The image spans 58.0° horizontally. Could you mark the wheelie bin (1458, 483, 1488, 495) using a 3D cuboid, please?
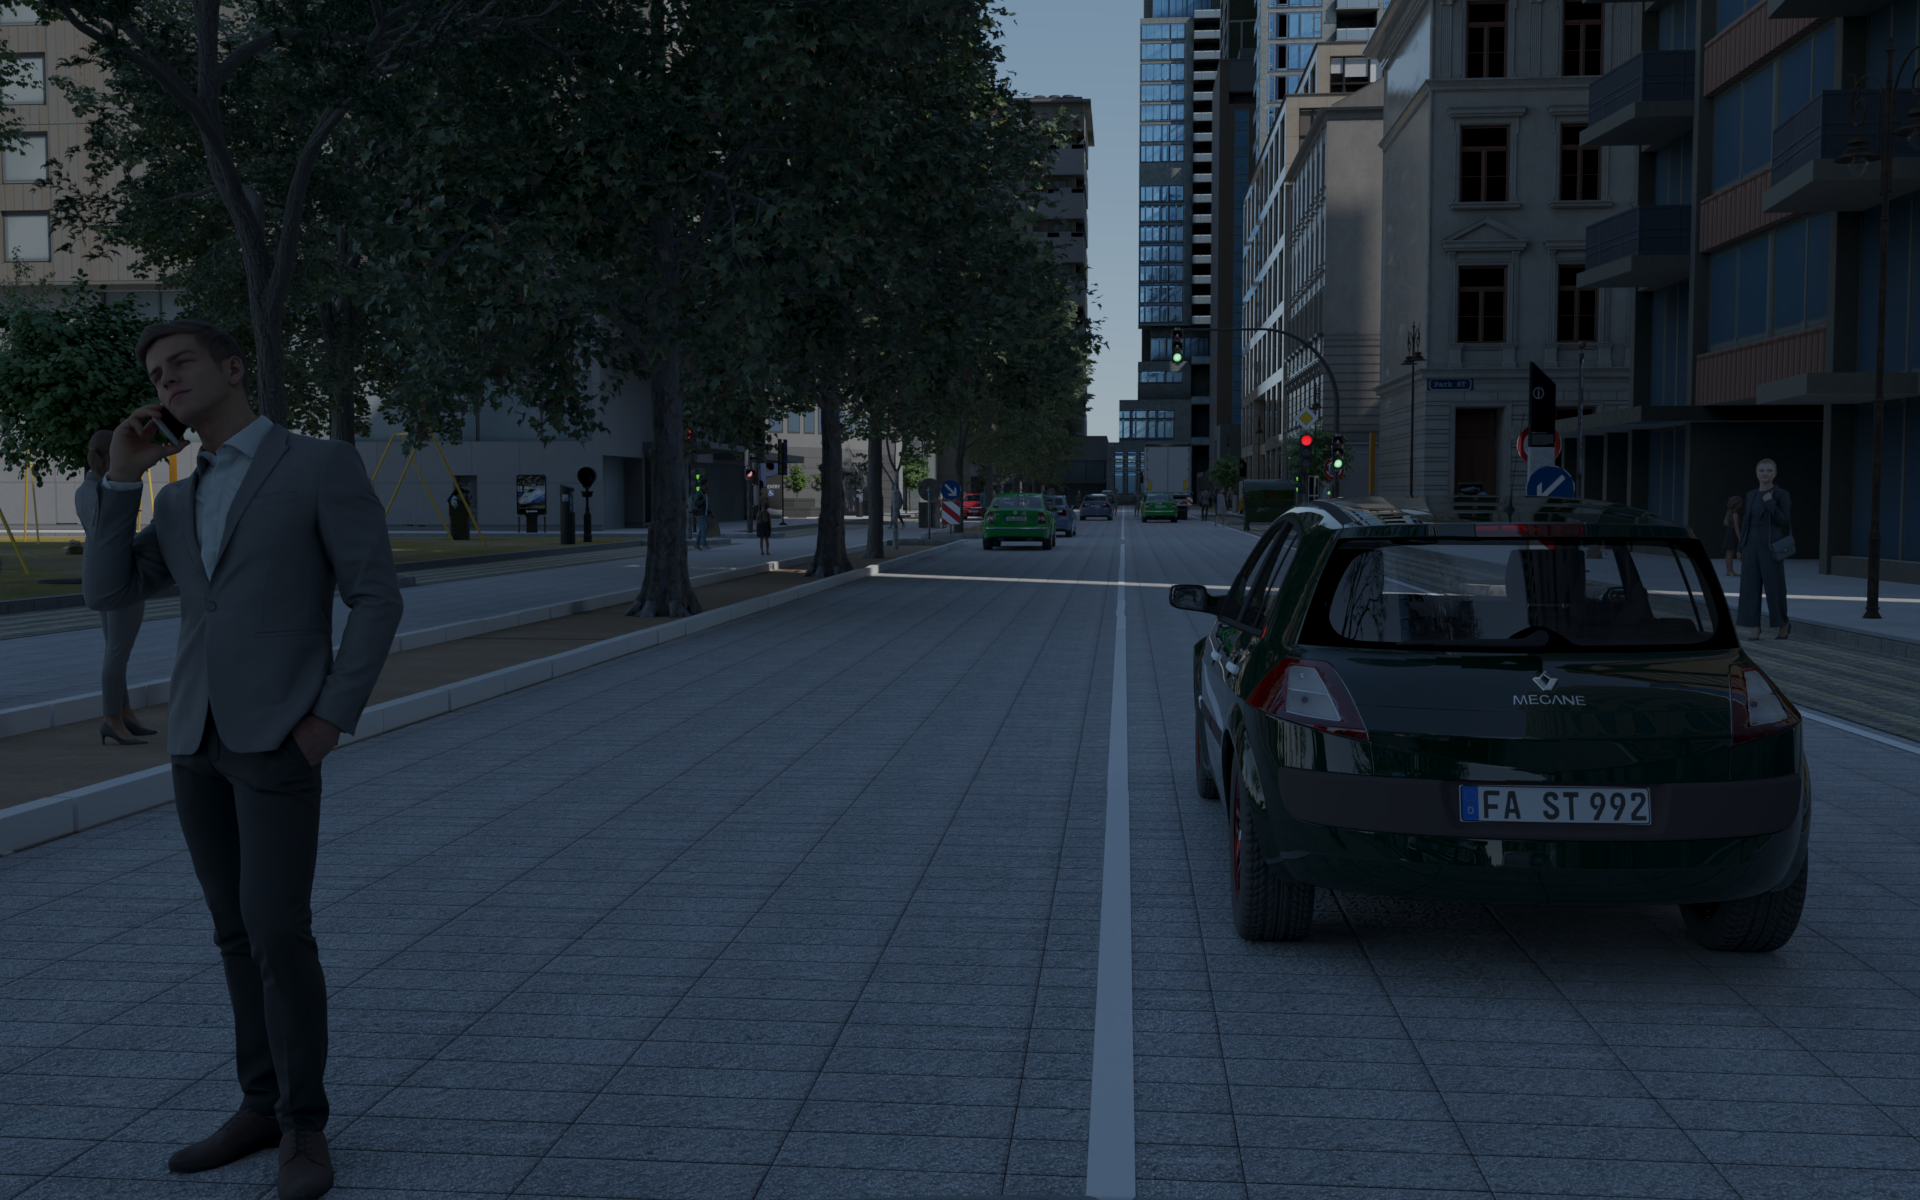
[{"bbox_3d":[14.034,-2.425,47.550,0.980,1.594,0.693,1,4,18],"label":"wheelie bin"}]

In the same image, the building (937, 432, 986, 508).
[{"bbox_3d":[-7.613,-35.054,196.828,21.600,48.544,21.300,0,4,5],"label":"building"}]

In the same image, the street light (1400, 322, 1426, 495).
[{"bbox_3d":[12.160,-4.513,46.570,0.468,5.910,1.993,0,4,5],"label":"street light"}]

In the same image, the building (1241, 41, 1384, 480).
[{"bbox_3d":[29.087,-18.793,111.777,19.350,26.468,34.151,0,4,5],"label":"building"}]

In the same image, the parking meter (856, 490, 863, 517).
[{"bbox_3d":[-5.564,-5.349,95.874,0.372,1.533,0.369,0,3,0],"label":"parking meter"}]

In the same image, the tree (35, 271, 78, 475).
[{"bbox_3d":[-22.857,-5.504,40.347,4.737,8.622,4.395,0,3,0],"label":"tree"}]

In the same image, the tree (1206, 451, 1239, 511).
[{"bbox_3d":[20.526,-9.118,132.788,4.285,4.588,4.351,0,3,0],"label":"tree"}]

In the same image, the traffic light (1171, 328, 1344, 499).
[{"bbox_3d":[8.150,-4.445,47.343,4.771,5.953,1.251,0,4,5],"label":"traffic light"}]

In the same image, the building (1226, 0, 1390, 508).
[{"bbox_3d":[34.564,-51.278,151.067,22.319,86.520,31.000,0,4,5],"label":"building"}]

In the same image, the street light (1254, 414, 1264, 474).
[{"bbox_3d":[17.376,-7.823,100.687,0.468,5.910,1.993,0,4,5],"label":"street light"}]

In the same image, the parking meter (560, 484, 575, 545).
[{"bbox_3d":[-9.998,-2.185,44.128,0.372,1.533,0.369,0,3,0],"label":"parking meter"}]

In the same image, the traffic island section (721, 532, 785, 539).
[{"bbox_3d":[-6.929,-2.126,57.045,2.009,0.180,2.903,0,4,5],"label":"traffic island section"}]

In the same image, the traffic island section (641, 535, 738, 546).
[{"bbox_3d":[-7.681,-1.640,49.095,2.009,0.180,2.903,0,4,5],"label":"traffic island section"}]

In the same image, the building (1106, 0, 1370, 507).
[{"bbox_3d":[34.664,-55.625,222.148,31.000,86.520,22.319,0,4,5],"label":"building"}]

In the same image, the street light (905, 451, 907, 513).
[{"bbox_3d":[-3.581,-8.691,114.886,0.468,5.910,1.993,0,4,5],"label":"street light"}]

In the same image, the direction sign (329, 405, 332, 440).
[{"bbox_3d":[-14.531,-2.973,40.598,0.379,3.537,0.876,0,4,8],"label":"direction sign"}]

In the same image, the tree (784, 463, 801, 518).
[{"bbox_3d":[-8.913,-6.035,93.280,1.663,3.219,1.824,0,3,0],"label":"tree"}]

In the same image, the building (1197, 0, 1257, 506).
[{"bbox_3d":[37.243,-46.080,191.667,20.563,71.187,20.611,0,4,5],"label":"building"}]

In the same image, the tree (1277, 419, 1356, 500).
[{"bbox_3d":[15.539,-5.612,75.467,4.285,4.588,4.351,0,3,0],"label":"tree"}]

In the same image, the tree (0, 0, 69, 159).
[{"bbox_3d":[-13.657,-5.666,18.390,9.928,11.665,9.643,0,3,0],"label":"tree"}]

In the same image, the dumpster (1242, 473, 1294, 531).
[{"bbox_3d":[11.923,-3.805,67.158,1.985,2.255,1.502,0,4,5],"label":"dumpster"}]

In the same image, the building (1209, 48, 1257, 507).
[{"bbox_3d":[32.686,-32.120,175.266,14.600,45.320,14.200,0,4,5],"label":"building"}]

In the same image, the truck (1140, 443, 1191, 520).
[{"bbox_3d":[11.844,-6.783,99.821,2.839,4.237,11.283,0,4,6],"label":"truck"}]

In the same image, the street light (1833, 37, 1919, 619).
[{"bbox_3d":[9.411,-2.746,17.690,0.468,5.910,1.993,0,4,5],"label":"street light"}]

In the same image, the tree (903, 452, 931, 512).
[{"bbox_3d":[-3.603,-8.718,126.252,4.285,4.588,4.351,0,3,0],"label":"tree"}]

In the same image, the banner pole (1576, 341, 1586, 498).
[{"bbox_3d":[10.098,-2.335,28.198,0.401,3.779,0.863,1,4,17],"label":"banner pole"}]

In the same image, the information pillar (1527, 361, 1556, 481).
[{"bbox_3d":[10.258,-2.401,30.617,0.504,3.616,0.183,-1,4,-10],"label":"information pillar"}]

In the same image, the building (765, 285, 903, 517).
[{"bbox_3d":[-15.803,-34.585,107.458,21.231,58.520,28.212,0,4,5],"label":"building"}]

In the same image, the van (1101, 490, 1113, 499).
[{"bbox_3d":[16.759,-11.658,197.614,2.013,2.044,4.112,0,4,4],"label":"van"}]

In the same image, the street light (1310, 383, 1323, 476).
[{"bbox_3d":[14.768,-6.067,71.981,0.468,5.910,1.993,0,4,5],"label":"street light"}]

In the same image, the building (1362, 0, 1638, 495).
[{"bbox_3d":[25.343,-13.684,59.886,21.152,22.565,11.583,0,4,5],"label":"building"}]

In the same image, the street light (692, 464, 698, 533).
[{"bbox_3d":[-8.823,-5.177,57.439,0.468,5.910,1.993,0,4,5],"label":"street light"}]

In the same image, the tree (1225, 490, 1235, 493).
[{"bbox_3d":[21.120,-8.652,136.057,1.663,3.219,1.824,0,3,0],"label":"tree"}]

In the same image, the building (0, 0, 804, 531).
[{"bbox_3d":[-22.224,-29.487,71.354,28.713,52.752,27.495,0,4,5],"label":"building"}]

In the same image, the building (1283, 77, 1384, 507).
[{"bbox_3d":[21.809,-14.505,86.311,9.793,20.994,18.267,0,4,5],"label":"building"}]

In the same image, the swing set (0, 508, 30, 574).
[{"bbox_3d":[-16.512,-1.755,26.314,2.862,2.851,3.119,1,4,9],"label":"swing set"}]

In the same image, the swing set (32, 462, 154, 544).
[{"bbox_3d":[-23.340,-3.000,46.666,3.119,2.851,2.862,-2,4,-35],"label":"swing set"}]

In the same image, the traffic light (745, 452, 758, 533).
[{"bbox_3d":[-4.799,-5.020,56.745,4.771,5.953,1.251,0,4,5],"label":"traffic light"}]

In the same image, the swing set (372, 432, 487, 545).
[{"bbox_3d":[-13.852,-2.821,43.748,2.862,2.851,3.119,-2,4,-32],"label":"swing set"}]

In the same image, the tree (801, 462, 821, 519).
[{"bbox_3d":[-6.866,-5.817,89.717,1.663,3.219,1.824,0,3,0],"label":"tree"}]

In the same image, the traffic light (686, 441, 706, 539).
[{"bbox_3d":[-7.642,-3.672,48.957,0.839,4.253,0.868,0,4,5],"label":"traffic light"}]

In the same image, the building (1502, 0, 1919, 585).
[{"bbox_3d":[23.744,-22.934,29.589,22.147,44.769,28.867,0,4,5],"label":"building"}]

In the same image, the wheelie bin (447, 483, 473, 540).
[{"bbox_3d":[-14.006,-2.484,48.527,0.693,1.594,0.980,-1,4,-14],"label":"wheelie bin"}]

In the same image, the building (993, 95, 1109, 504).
[{"bbox_3d":[5.915,-39.180,229.831,27.495,52.752,28.713,0,4,5],"label":"building"}]

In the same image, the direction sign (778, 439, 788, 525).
[{"bbox_3d":[-7.305,-4.856,71.395,0.379,3.537,0.876,1,4,19],"label":"direction sign"}]

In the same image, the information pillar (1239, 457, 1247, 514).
[{"bbox_3d":[17.847,-7.216,109.335,0.504,3.616,0.183,0,4,3],"label":"information pillar"}]

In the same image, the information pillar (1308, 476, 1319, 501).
[{"bbox_3d":[14.229,-3.992,69.756,0.304,2.012,0.304,3,5,43],"label":"information pillar"}]

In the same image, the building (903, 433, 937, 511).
[{"bbox_3d":[-12.715,-51.010,146.678,22.319,86.520,31.000,0,4,5],"label":"building"}]

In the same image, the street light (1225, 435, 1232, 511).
[{"bbox_3d":[20.006,-9.581,129.432,0.468,5.910,1.993,0,4,5],"label":"street light"}]

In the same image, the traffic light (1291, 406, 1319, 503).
[{"bbox_3d":[10.993,-4.056,55.238,0.839,4.253,0.868,0,4,5],"label":"traffic light"}]
